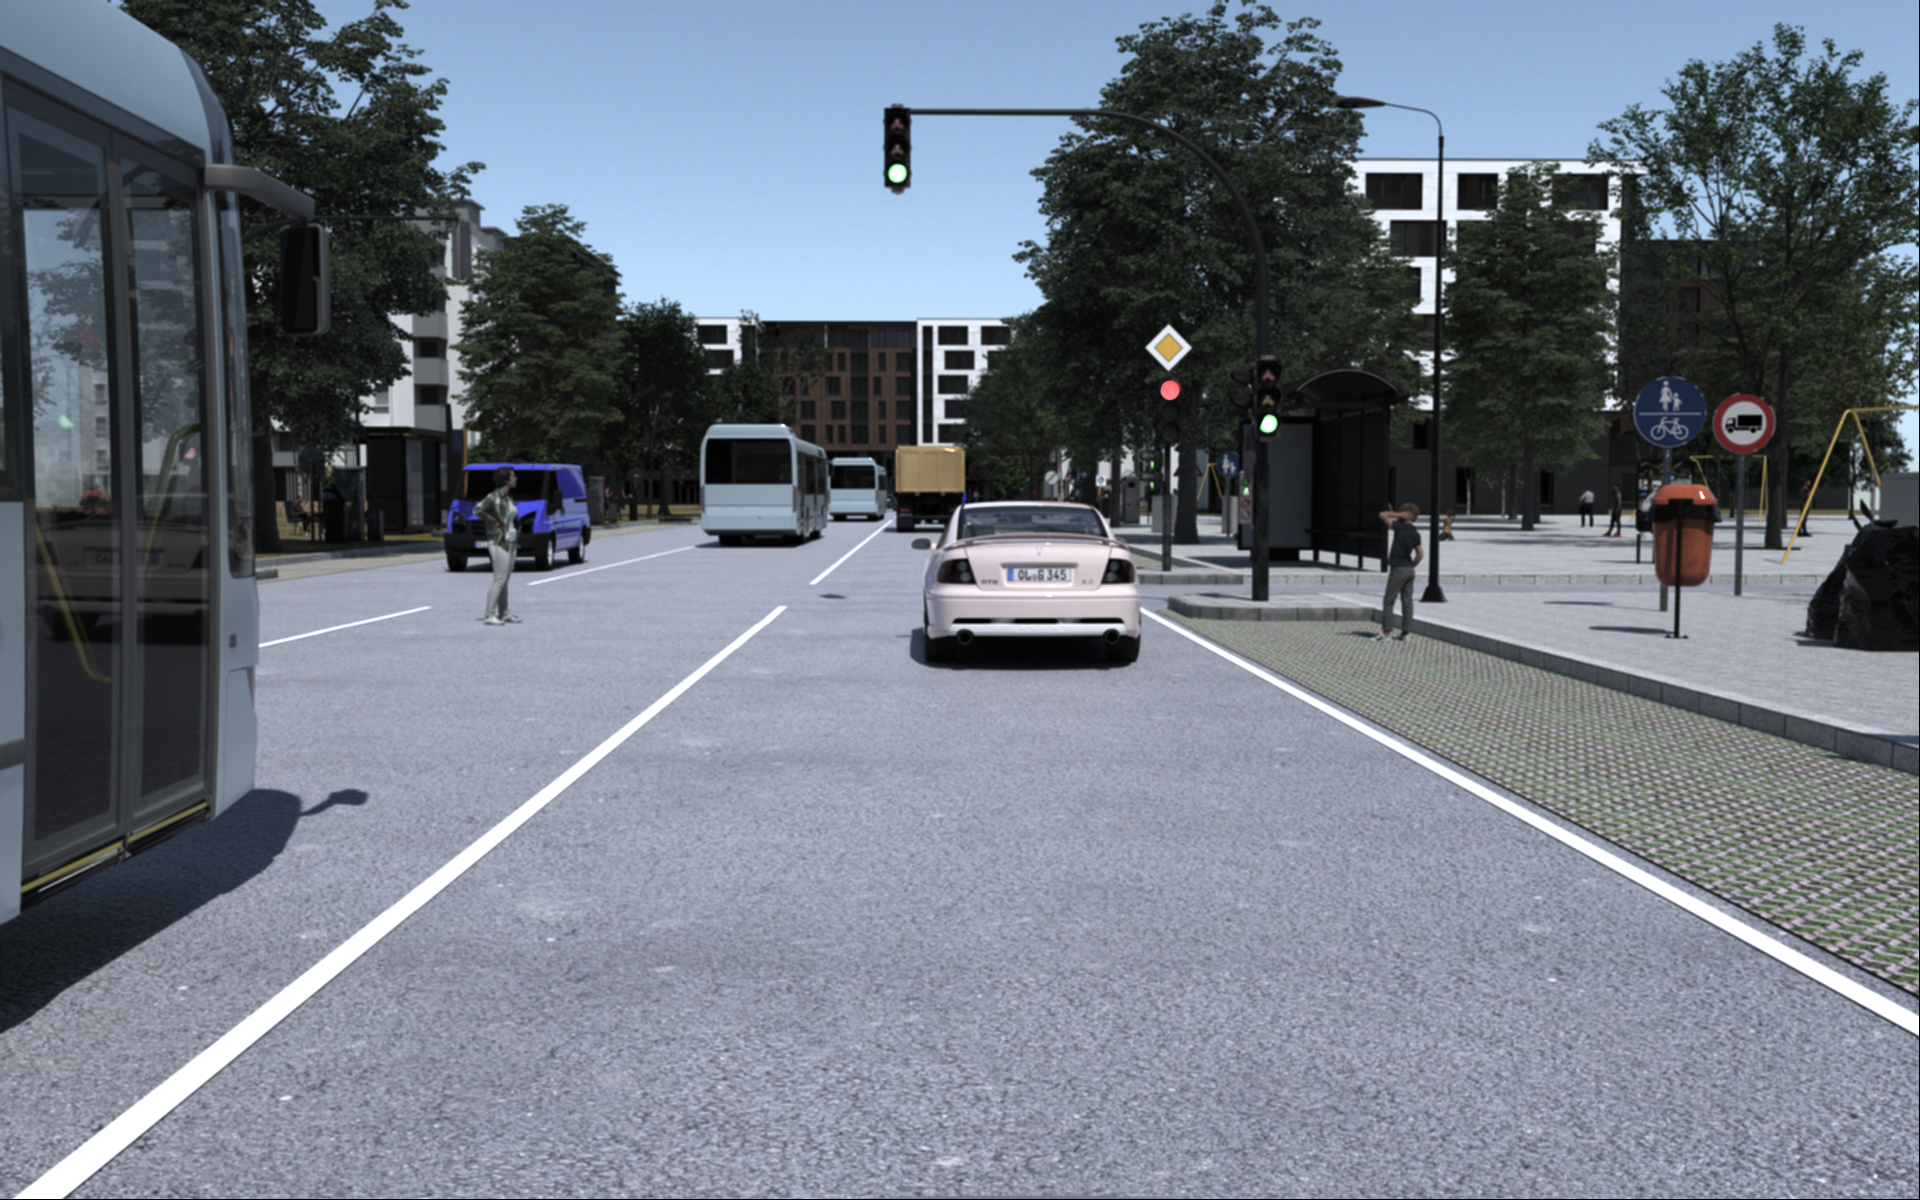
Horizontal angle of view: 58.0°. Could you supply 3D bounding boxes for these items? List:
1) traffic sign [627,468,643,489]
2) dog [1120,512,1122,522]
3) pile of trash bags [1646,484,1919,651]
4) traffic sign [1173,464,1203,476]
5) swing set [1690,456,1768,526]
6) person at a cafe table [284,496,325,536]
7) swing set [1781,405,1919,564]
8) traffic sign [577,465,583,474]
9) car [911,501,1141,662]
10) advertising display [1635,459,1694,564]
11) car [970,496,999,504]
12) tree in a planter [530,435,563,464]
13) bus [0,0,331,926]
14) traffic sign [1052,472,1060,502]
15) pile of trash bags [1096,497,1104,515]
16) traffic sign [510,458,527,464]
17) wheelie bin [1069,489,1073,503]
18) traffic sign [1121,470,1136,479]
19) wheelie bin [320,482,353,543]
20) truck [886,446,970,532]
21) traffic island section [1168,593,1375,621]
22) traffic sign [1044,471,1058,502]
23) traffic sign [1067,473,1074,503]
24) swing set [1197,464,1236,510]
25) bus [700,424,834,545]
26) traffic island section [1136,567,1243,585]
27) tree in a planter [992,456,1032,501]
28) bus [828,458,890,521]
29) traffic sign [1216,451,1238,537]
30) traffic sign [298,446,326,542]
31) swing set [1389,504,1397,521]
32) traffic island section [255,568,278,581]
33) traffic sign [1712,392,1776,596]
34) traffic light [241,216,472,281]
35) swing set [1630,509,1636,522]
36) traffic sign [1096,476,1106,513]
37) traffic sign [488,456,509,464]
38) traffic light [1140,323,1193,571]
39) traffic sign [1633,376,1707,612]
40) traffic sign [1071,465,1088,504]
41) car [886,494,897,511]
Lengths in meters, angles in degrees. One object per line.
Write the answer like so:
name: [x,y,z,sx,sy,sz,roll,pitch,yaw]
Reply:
traffic sign: [-15.741,-5.126,83.913,0.768,2.556,0.104,0,3,0]
dog: [7.491,-3.979,79.443,0.513,0.831,0.800,-1,4,-10]
pile of trash bags: [7.733,-0.316,14.926,3.447,1.369,1.912,2,4,30]
traffic sign: [6.815,-3.169,51.817,0.884,2.594,0.081,0,4,6]
swing set: [31.645,-4.499,71.179,3.119,2.851,2.862,2,4,30]
person at a cafe table: [-20.216,-2.646,54.117,1.726,1.238,1.698,1,4,12]
swing set: [16.778,-2.030,30.803,2.862,2.851,3.119,-1,4,-16]
traffic sign: [-16.679,-4.569,74.811,0.768,2.556,0.104,0,4,6]
car: [0.579,-0.235,16.197,2.083,1.381,4.827,0,4,-1]
advertising display: [12.909,-1.623,31.745,0.974,1.923,0.123,1,4,16]
car: [1.604,-5.818,107.705,1.945,1.354,3.894,0,4,-3]
tree in a planter: [-12.734,-3.414,53.038,1.991,3.239,1.994,0,4,-1]
bus: [-3.543,-0.353,0.636,2.948,3.499,13.247,0,4,-3]
traffic sign: [5.202,-5.937,97.177,0.768,2.556,0.104,0,4,7]
pile of trash bags: [7.274,-5.460,99.016,1.912,1.369,3.447,0,4,6]
traffic sign: [-15.571,-3.730,61.099,0.768,2.556,0.104,0,4,2]
wheelie bin: [6.804,-5.726,101.535,0.980,1.594,0.693,3,5,40]
traffic sign: [8.919,-5.598,91.638,0.768,2.556,0.104,0,4,7]
wheelie bin: [-16.402,-2.301,45.523,0.693,1.594,0.980,0,4,-2]
truck: [-1.228,-4.423,68.243,3.469,3.379,9.791,0,4,-2]
traffic island section: [3.619,0.090,20.817,2.009,0.180,2.903,0,4,-1]
traffic sign: [4.987,-5.770,94.451,0.768,2.556,0.104,0,4,6]
traffic sign: [6.394,-5.930,97.056,0.768,2.556,0.104,1,4,8]
swing set: [13.847,-5.531,88.049,2.862,2.851,3.119,-3,5,-39]
bus: [-5.647,-3.516,52.348,2.948,3.499,13.247,0,4,-1]
traffic island section: [3.457,-0.399,28.801,2.009,0.180,2.903,0,4,-1]
tree in a planter: [2.408,-5.081,80.303,1.991,3.239,1.994,0,4,-1]
bus: [-5.495,-6.116,94.856,2.948,3.499,13.247,0,4,0]
traffic sign: [8.030,-3.160,51.769,0.768,2.556,0.104,1,4,9]
traffic sign: [-17.269,-2.816,46.154,0.768,2.556,0.104,0,4,8]
swing set: [19.255,-5.248,83.423,2.862,2.851,3.119,0,4,-4]
traffic island section: [-12.561,-0.379,28.482,2.009,0.180,2.903,0,4,-1]
traffic sign: [9.839,-1.329,21.829,0.768,2.556,0.104,0,4,4]
traffic light: [-10.432,-3.288,28.425,4.771,5.953,1.251,0,4,-1]
swing set: [32.820,-5.011,79.548,2.862,2.851,3.119,-1,4,-10]
traffic sign: [7.783,-5.723,95.708,0.606,2.300,0.079,0,4,8]
traffic sign: [-15.340,-3.518,57.619,0.768,2.556,0.104,0,4,2]
traffic light: [3.416,-2.432,28.686,0.839,4.253,0.868,0,4,-1]
traffic sign: [7.688,-1.146,18.847,0.768,2.556,0.104,0,4,5]
traffic sign: [4.995,-4.418,72.340,0.768,2.556,0.104,0,4,2]
car: [-6.258,-8.248,146.654,2.131,1.459,4.920,0,4,0]
